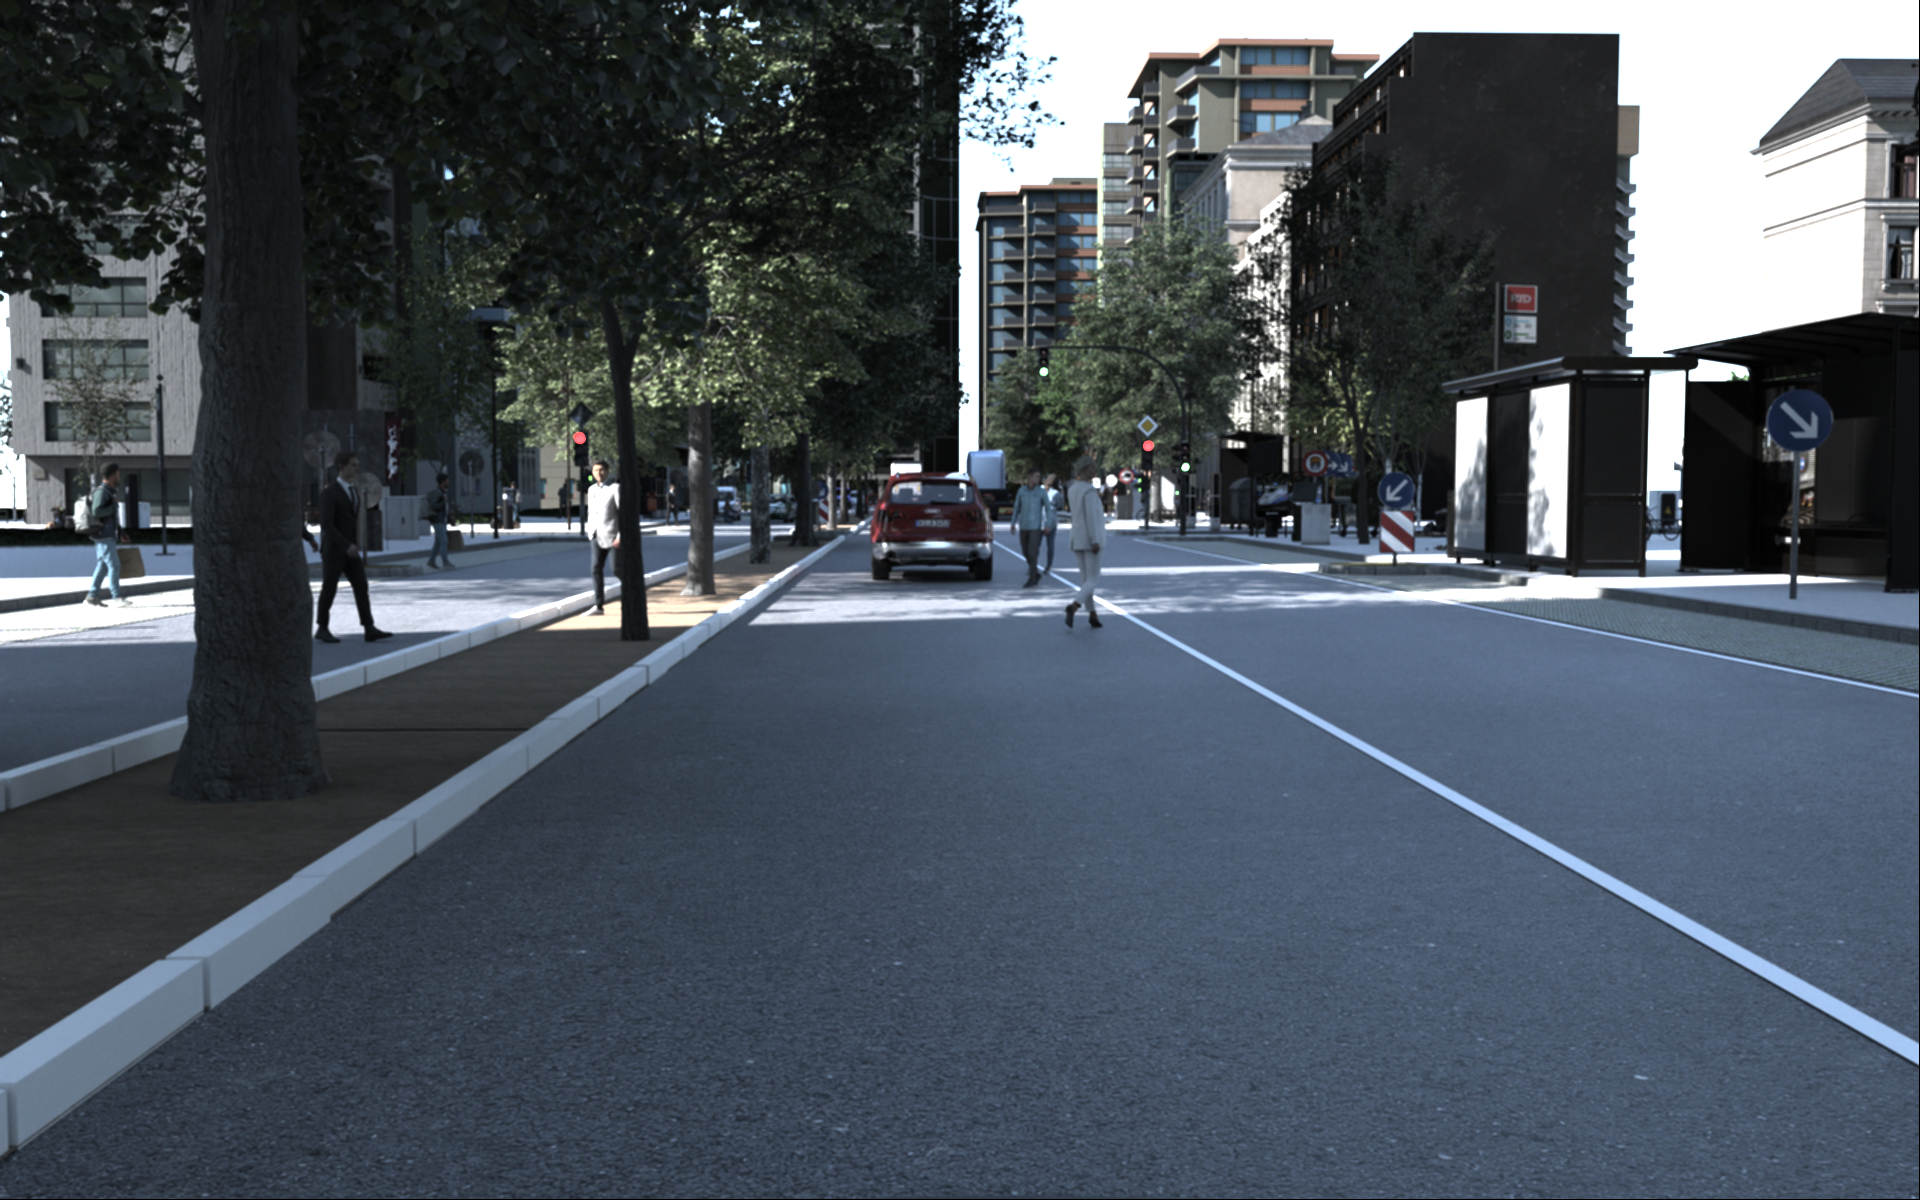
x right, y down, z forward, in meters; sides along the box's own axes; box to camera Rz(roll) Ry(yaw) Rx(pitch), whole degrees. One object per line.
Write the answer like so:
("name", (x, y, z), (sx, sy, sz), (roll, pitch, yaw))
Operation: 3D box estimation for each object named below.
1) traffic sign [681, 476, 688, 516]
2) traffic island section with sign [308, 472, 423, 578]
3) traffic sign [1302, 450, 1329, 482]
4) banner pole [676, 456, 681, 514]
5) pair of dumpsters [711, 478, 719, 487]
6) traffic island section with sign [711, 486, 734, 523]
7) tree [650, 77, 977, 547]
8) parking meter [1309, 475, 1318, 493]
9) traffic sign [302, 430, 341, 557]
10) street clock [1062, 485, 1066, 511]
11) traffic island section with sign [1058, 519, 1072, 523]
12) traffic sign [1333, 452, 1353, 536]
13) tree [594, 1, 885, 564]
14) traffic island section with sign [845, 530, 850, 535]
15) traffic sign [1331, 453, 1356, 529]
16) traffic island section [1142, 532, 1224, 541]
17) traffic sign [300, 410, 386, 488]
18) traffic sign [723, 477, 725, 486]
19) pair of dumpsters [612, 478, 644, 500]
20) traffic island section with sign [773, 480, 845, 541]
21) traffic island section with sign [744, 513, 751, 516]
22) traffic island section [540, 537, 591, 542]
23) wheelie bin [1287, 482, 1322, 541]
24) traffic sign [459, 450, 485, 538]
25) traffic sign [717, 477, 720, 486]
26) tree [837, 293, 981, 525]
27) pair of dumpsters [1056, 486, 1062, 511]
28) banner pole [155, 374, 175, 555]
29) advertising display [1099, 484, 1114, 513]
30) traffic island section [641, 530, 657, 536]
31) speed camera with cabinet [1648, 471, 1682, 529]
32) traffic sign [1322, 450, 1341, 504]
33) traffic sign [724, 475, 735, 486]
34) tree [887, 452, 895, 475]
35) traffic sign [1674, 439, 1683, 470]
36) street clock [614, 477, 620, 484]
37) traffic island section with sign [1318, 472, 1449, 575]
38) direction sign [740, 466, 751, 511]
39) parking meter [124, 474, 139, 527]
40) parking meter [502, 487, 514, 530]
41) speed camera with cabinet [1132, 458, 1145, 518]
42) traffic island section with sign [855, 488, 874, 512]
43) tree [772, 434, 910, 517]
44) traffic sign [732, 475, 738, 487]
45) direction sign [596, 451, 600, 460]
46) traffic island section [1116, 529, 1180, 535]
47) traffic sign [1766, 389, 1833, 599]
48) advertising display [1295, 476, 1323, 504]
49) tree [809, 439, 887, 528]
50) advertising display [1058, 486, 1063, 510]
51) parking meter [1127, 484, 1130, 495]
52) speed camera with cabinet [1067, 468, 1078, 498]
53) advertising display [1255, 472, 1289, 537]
("traffic sign", (-15.844, -6.000, 100.237), (0.606, 2.300, 0.079), (0, 4, 5))
("traffic island section with sign", (-10.540, -1.325, 30.290), (1.989, 1.847, 2.006), (0, 4, -2))
("traffic sign", (10.249, -3.054, 50.036), (0.768, 2.556, 0.104), (0, 4, 5))
("banner pole", (-18.573, -7.567, 113.734), (0.401, 3.779, 0.863), (-1, 4, -17))
("pair of dumpsters", (-15.483, -6.314, 105.722), (1.574, 2.255, 4.437), (0, 4, -2))
("traffic island section with sign", (-12.207, -4.701, 85.495), (1.989, 1.847, 2.006), (0, 4, -2))
("tree", (-4.273, -7.813, 47.203), (9.611, 12.733, 9.660), (0, 3, 0))
("parking meter", (10.905, -2.924, 53.512), (0.255, 1.863, 0.399), (1, 4, 15))
("traffic sign", (-12.756, -2.109, 34.592), (0.768, 2.556, 0.104), (0, 4, -1))
("street clock", (8.086, -7.940, 134.388), (0.358, 2.002, 0.471), (1, 4, 20))
("traffic island section with sign", (5.912, -4.734, 86.034), (1.989, 1.847, 2.006), (0, 4, -2))
("traffic sign", (11.657, -3.243, 53.122), (0.768, 2.556, 0.104), (0, 4, 5))
("tree", (-5.335, -10.850, 35.748), (12.611, 20.169, 13.585), (0, 3, 0))
("traffic island section with sign", (-4.890, -3.218, 60.757), (2.006, 1.907, 1.989), (0, 4, -2))
("traffic sign", (12.123, -3.336, 54.547), (0.884, 2.594, 0.081), (0, 4, 2))
("traffic island section", (6.888, -1.907, 53.464), (2.009, 0.180, 2.903), (0, 4, -2))
("traffic sign", (-15.014, -2.940, 41.936), (2.265, 3.308, 0.079), (0, 4, 4))
("traffic sign", (-18.017, -8.018, 131.196), (0.768, 2.556, 0.104), (0, 4, 4))
("pair of dumpsters", (-17.153, -5.237, 88.114), (1.574, 2.255, 4.437), (0, 4, -2))
("traffic island section with sign", (-4.674, -2.766, 53.353), (2.006, 1.907, 1.989), (0, 4, -2))
("traffic island section with sign", (-13.036, -6.379, 112.916), (1.989, 1.847, 2.006), (0, 4, -2))
("traffic island section", (-11.545, -1.873, 52.912), (2.009, 0.180, 2.903), (0, 4, -2))
("wheelie bin", (9.347, -2.389, 46.971), (0.980, 1.594, 0.693), (2, 4, 24))
("traffic sign", (-14.177, -3.069, 50.277), (0.768, 2.556, 0.104), (0, 4, 5))
("traffic sign", (-18.054, -7.935, 129.747), (0.884, 2.594, 0.081), (0, 4, 0))
("tree", (-5.315, -10.139, 78.603), (12.009, 13.543, 11.850), (0, 3, 0))
("pair of dumpsters", (6.928, -7.941, 132.329), (1.574, 2.255, 4.437), (0, 4, -2))
("banner pole", (-16.663, -2.819, 36.104), (0.401, 3.779, 0.863), (-1, 4, -16))
("advertising display", (9.743, -6.720, 115.085), (0.974, 1.923, 0.123), (0, 4, 4))
("traffic island section", (-11.787, -2.362, 60.893), (2.009, 0.180, 2.903), (0, 4, -2))
("speed camera with cabinet", (26.508, -4.266, 64.084), (2.038, 3.252, 0.660), (-1, 4, -17))
("traffic sign", (10.654, -3.070, 50.293), (0.768, 2.556, 0.104), (0, 3, 0))
("traffic sign", (-15.272, -7.018, 114.852), (0.768, 2.556, 0.104), (0, 4, 6))
("tree", (-6.693, -10.713, 127.970), (4.737, 8.622, 4.395), (0, 3, 0))
("traffic sign", (13.222, -1.791, 31.420), (0.606, 2.300, 0.079), (0, 4, 2))
("street clock", (-14.261, -4.171, 72.773), (0.471, 2.002, 0.358), (-3, 5, -42))
("traffic island section with sign", (7.560, -1.385, 31.277), (1.989, 1.847, 2.006), (0, 4, -2))
("direction sign", (-16.113, -8.449, 130.144), (0.876, 3.537, 0.379), (0, 4, 7))
("parking meter", (-24.423, -2.774, 51.072), (0.399, 1.863, 0.255), (3, 5, 42))
("parking meter", (-16.235, -3.290, 62.209), (0.372, 1.533, 0.369), (0, 3, 0))
("speed camera with cabinet", (9.588, -6.038, 93.052), (0.660, 3.252, 2.038), (0, 4, 1))
("traffic island section with sign", (-7.180, -7.812, 135.861), (2.006, 1.907, 1.989), (0, 4, -2))
("tree", (-6.129, -10.889, 106.251), (9.928, 11.665, 9.643), (0, 3, 0))
("traffic sign", (-15.246, -7.096, 116.118), (0.768, 2.556, 0.104), (0, 4, 7))
("direction sign", (-17.645, -5.613, 83.774), (0.379, 3.537, 0.876), (1, 4, 22))
("traffic island section", (6.646, -2.395, 61.446), (2.009, 0.180, 2.903), (0, 4, -2))
("traffic sign", (10.198, -1.285, 21.123), (0.768, 2.556, 0.104), (0, 4, 8))
("advertising display", (12.251, -3.405, 60.887), (0.974, 1.923, 0.123), (1, 4, 16))
("tree", (-5.268, -7.135, 69.471), (4.737, 8.622, 4.395), (0, 3, 0))
("advertising display", (7.845, -7.959, 135.338), (0.123, 1.923, 0.974), (-3, 5, -44))
("parking meter", (9.873, -5.813, 100.750), (0.255, 1.863, 0.399), (3, 5, 42))
("speed camera with cabinet", (9.474, -8.645, 135.676), (2.038, 3.252, 0.660), (3, 5, 39))
("advertising display", (9.228, -2.816, 51.247), (0.974, 1.923, 0.123), (0, 4, 1))
